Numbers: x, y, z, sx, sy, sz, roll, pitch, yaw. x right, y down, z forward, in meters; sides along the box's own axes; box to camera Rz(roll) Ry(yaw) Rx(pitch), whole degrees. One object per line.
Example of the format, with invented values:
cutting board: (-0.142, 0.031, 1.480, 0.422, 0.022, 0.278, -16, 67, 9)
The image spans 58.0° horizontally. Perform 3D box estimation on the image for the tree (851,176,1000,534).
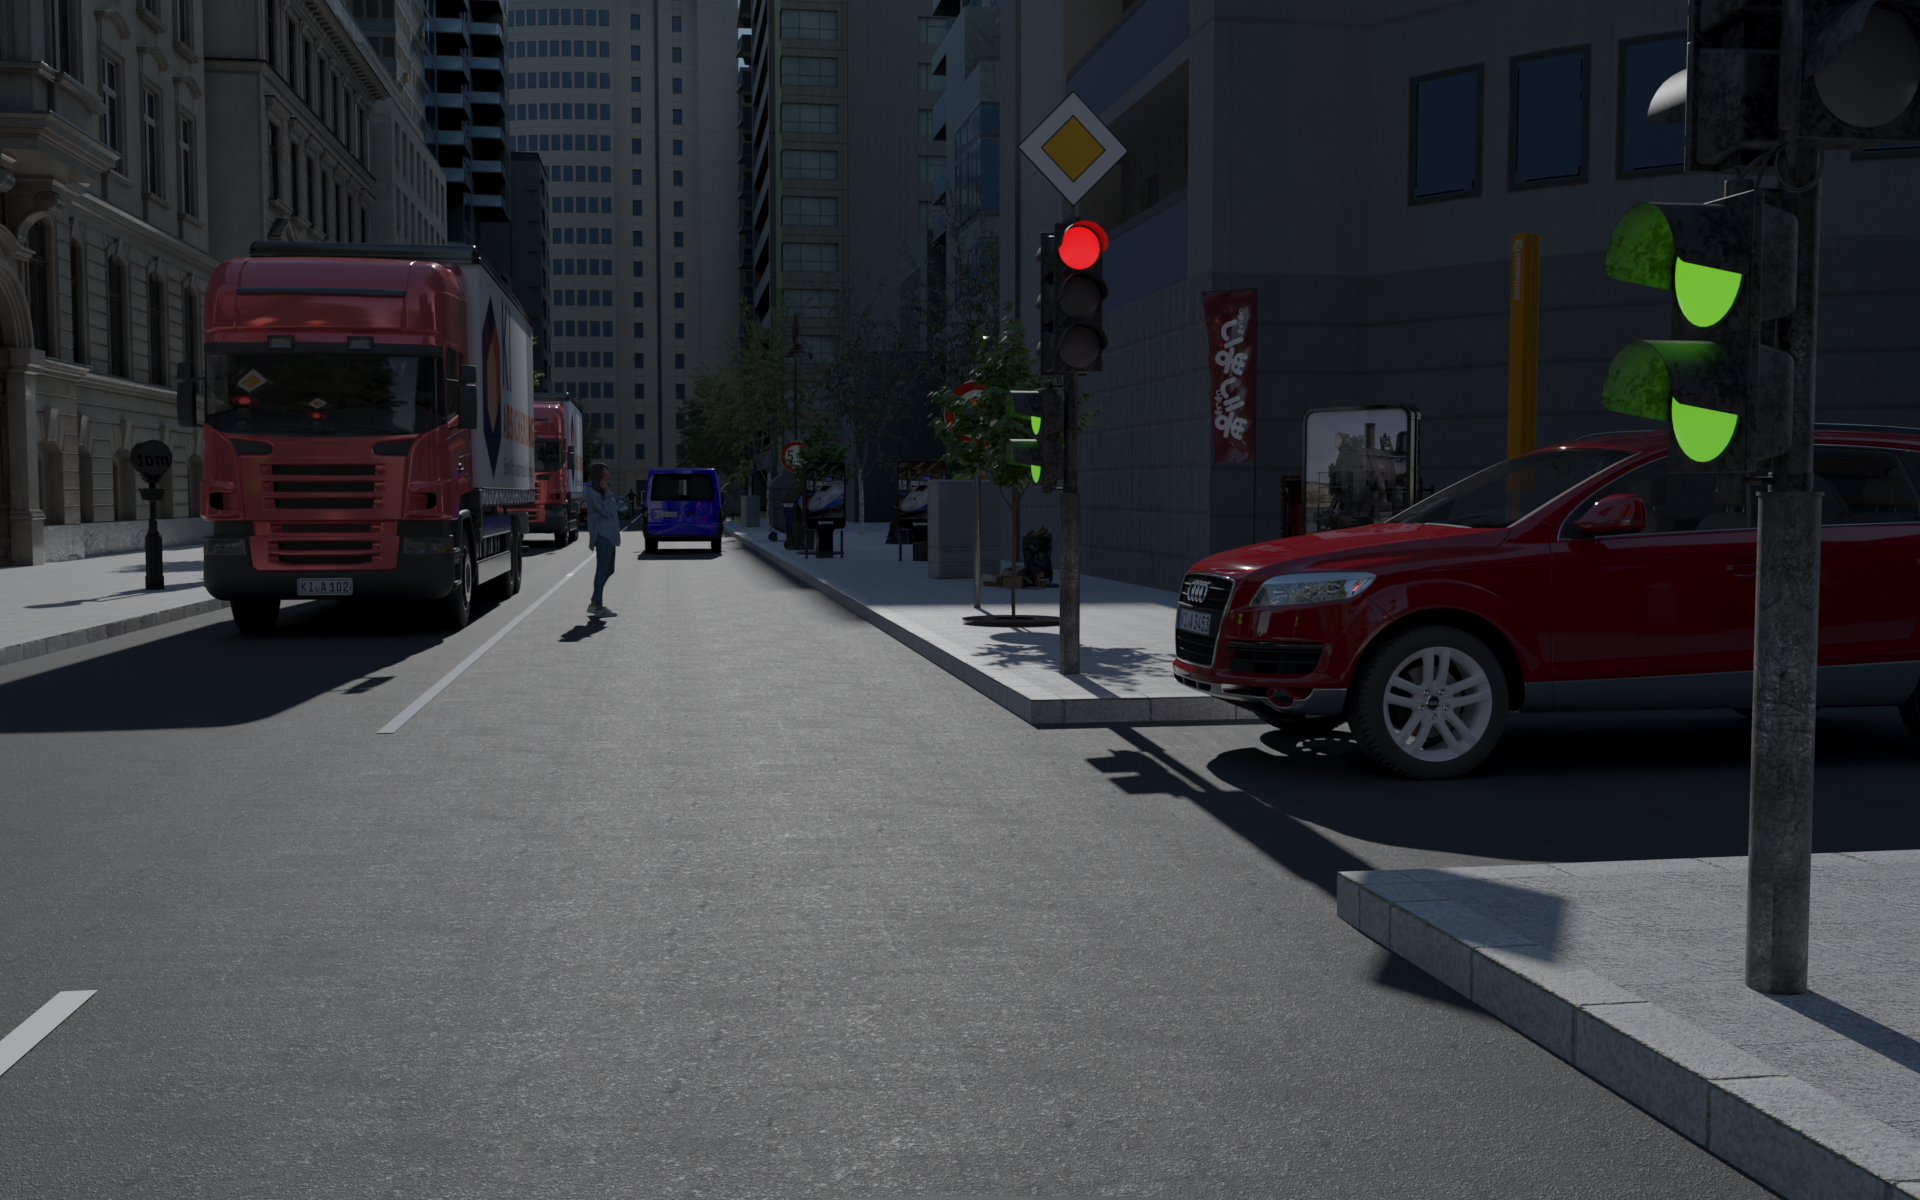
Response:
tree: (0.525, -5.464, 39.703, 4.360, 8.622, 3.978, 0, 3, 0)

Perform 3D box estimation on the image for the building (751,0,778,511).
building: (-3.229, -30.399, 120.727, 21.300, 48.544, 21.600, -1, 4, -10)

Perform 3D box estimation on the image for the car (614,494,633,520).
car: (-19.677, -5.310, 98.610, 2.131, 1.459, 4.920, -1, 4, -10)

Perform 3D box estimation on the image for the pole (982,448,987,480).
pole: (0.761, -3.674, 53.908, 0.158, 3.312, 0.155, 0, 3, 0)

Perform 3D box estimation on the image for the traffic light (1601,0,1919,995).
traffic light: (2.103, -0.946, 4.386, 0.839, 4.253, 0.868, -1, 4, -10)

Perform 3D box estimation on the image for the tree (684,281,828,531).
tree: (-6.661, -6.742, 60.594, 4.737, 8.622, 4.395, 0, 3, 0)

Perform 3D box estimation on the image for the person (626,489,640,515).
person: (-22.273, -6.648, 117.332, 1.348, 1.807, 0.705, 0, 4, 3)

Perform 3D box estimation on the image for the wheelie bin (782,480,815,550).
wheelie bin: (-3.671, -1.953, 39.839, 0.693, 1.594, 0.980, -2, 4, -31)

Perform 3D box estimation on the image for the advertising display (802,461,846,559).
advertising display: (-2.709, -1.795, 34.564, 0.974, 1.923, 0.123, -3, 4, -39)

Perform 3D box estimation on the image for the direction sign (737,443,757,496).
direction sign: (-9.411, -5.171, 76.538, 0.876, 3.537, 0.379, 1, 4, 10)

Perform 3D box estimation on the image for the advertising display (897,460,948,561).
advertising display: (-0.717, -1.703, 33.058, 0.974, 1.923, 0.123, 1, 4, 8)

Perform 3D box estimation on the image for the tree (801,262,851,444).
tree: (-3.075, -6.381, 54.692, 4.360, 8.622, 3.978, 0, 3, 0)

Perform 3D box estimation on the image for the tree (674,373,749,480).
tree: (-23.174, -14.983, 163.092, 7.486, 12.596, 7.792, 0, 3, 0)

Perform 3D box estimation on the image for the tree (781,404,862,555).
tree: (-3.096, -2.587, 36.895, 1.663, 3.219, 1.824, 0, 3, 0)

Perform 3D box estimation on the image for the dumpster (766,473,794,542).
dumpster: (-4.596, -2.535, 47.208, 1.264, 1.857, 1.865, -1, 4, -10)

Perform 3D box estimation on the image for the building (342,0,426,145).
building: (-42.423, -24.579, 93.751, 32.217, 40.220, 23.993, -1, 4, -10)

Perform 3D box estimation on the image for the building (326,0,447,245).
building: (-28.205, -13.396, 73.781, 10.420, 20.320, 16.860, -1, 4, -10)

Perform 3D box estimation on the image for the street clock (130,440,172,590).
street clock: (-10.797, -1.137, 23.166, 0.471, 2.002, 0.358, -3, 5, -44)

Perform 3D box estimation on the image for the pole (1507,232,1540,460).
pole: (4.429, -1.212, 13.661, 0.158, 3.312, 0.155, 0, 3, 0)

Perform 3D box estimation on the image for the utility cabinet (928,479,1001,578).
utility cabinet: (0.076, -1.088, 26.462, 1.173, 1.500, 0.318, -3, 4, -37)

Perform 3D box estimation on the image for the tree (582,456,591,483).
tree: (-28.540, -8.766, 127.033, 4.285, 4.588, 4.351, 0, 3, 0)

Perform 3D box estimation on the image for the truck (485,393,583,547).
truck: (-12.413, -3.747, 50.178, 2.839, 4.237, 11.283, -1, 4, -10)

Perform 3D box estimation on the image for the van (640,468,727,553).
van: (-6.973, -2.403, 43.681, 2.240, 2.365, 5.245, -1, 4, -9)

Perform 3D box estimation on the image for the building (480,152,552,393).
building: (-42.292, -23.017, 148.035, 14.107, 30.474, 14.160, -1, 4, -10)

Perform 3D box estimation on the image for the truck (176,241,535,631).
truck: (-6.995, -2.002, 21.640, 2.839, 4.237, 11.283, -1, 4, -9)

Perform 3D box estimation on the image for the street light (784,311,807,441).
street light: (-4.167, -4.354, 43.968, 0.468, 5.910, 1.993, -1, 4, -10)

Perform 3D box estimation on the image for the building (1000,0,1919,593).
building: (16.095, -29.612, 26.151, 28.212, 58.520, 21.231, -1, 4, -10)

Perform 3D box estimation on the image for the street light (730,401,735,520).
street light: (-11.295, -6.920, 85.922, 0.468, 5.910, 1.993, -1, 4, -10)

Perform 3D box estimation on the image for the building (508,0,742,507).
building: (-37.390, -39.001, 179.666, 28.212, 58.520, 21.231, -1, 4, -10)

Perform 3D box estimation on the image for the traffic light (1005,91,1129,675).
traffic light: (0.763, -1.427, 12.258, 0.839, 4.253, 0.868, -1, 4, -10)

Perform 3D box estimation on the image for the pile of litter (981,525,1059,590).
pile of litter: (0.830, -0.615, 24.015, 1.176, 0.858, 1.719, 1, 4, 13)

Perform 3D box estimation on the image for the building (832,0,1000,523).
building: (7.099, -46.446, 72.056, 22.319, 86.520, 31.000, -1, 4, -10)

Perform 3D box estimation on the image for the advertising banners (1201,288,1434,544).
advertising banners: (2.935, -1.117, 14.451, 2.074, 3.025, 0.090, 2, 4, 35)

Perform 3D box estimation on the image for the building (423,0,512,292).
building: (-42.129, -49.420, 120.695, 22.319, 86.520, 31.000, -1, 4, -10)

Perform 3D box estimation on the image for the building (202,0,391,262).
building: (-24.997, -11.658, 55.242, 10.561, 19.102, 19.286, -1, 4, -10)

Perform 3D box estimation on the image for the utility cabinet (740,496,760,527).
utility cabinet: (-8.132, -3.432, 67.269, 0.306, 1.237, 1.020, 2, 4, 24)

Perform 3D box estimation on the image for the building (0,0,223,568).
building: (-22.012, -12.782, 28.067, 14.460, 24.649, 34.723, -1, 4, -10)

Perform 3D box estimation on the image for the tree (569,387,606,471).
tree: (-26.967, -10.374, 119.984, 4.737, 8.622, 4.395, 0, 3, 0)

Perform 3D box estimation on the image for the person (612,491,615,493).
person: (-28.833, -8.224, 143.902, 0.756, 1.711, 0.436, 2, 4, 24)

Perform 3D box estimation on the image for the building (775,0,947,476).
building: (-3.997, -25.631, 102.668, 14.154, 41.232, 14.086, -1, 4, -10)

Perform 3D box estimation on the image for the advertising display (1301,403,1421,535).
advertising display: (2.913, -0.456, 12.671, 0.123, 1.923, 0.974, -3, 5, -40)

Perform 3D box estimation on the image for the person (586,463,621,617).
person: (-4.193, -0.700, 20.217, 0.793, 1.790, 0.793, -2, 4, -32)

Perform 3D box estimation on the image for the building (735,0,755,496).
building: (-7.444, -30.063, 146.156, 22.147, 44.769, 28.867, -1, 4, -10)

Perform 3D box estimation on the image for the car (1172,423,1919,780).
car: (3.838, -0.072, 9.854, 5.304, 1.827, 2.281, -1, 4, -10)

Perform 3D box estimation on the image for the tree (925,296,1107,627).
tree: (0.407, -1.380, 17.160, 1.663, 3.219, 1.824, 0, 3, 0)

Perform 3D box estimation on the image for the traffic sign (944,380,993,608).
traffic sign: (0.196, -1.181, 19.419, 0.768, 2.556, 0.104, 0, 4, -7)

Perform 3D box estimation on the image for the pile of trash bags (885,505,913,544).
pile of trash bags: (-0.292, -2.172, 45.265, 1.912, 1.369, 3.447, 3, 4, 37)

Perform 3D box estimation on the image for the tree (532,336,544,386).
tree: (-18.672, -7.235, 68.651, 4.360, 8.622, 3.978, 0, 3, 0)

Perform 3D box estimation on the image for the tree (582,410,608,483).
tree: (-32.995, -12.314, 151.692, 4.360, 8.622, 3.978, 0, 3, 0)

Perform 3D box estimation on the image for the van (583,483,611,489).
van: (-19.215, -5.270, 90.545, 2.240, 2.365, 5.245, -1, 4, -9)

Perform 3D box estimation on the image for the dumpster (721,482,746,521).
dumpster: (-10.806, -4.721, 82.951, 1.264, 1.857, 1.865, -1, 4, -10)

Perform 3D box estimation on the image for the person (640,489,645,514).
person: (-22.140, -6.882, 121.534, 0.721, 1.766, 1.217, -1, 4, -19)

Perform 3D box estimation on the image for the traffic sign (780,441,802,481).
traffic sign: (-3.910, -2.530, 41.464, 0.768, 2.556, 0.104, 0, 4, -2)

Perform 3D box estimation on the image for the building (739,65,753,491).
building: (-15.845, -32.401, 179.859, 14.200, 45.320, 14.600, -1, 4, -10)

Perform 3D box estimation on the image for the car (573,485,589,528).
car: (-16.740, -4.034, 74.637, 2.281, 1.827, 5.304, -1, 4, -8)
